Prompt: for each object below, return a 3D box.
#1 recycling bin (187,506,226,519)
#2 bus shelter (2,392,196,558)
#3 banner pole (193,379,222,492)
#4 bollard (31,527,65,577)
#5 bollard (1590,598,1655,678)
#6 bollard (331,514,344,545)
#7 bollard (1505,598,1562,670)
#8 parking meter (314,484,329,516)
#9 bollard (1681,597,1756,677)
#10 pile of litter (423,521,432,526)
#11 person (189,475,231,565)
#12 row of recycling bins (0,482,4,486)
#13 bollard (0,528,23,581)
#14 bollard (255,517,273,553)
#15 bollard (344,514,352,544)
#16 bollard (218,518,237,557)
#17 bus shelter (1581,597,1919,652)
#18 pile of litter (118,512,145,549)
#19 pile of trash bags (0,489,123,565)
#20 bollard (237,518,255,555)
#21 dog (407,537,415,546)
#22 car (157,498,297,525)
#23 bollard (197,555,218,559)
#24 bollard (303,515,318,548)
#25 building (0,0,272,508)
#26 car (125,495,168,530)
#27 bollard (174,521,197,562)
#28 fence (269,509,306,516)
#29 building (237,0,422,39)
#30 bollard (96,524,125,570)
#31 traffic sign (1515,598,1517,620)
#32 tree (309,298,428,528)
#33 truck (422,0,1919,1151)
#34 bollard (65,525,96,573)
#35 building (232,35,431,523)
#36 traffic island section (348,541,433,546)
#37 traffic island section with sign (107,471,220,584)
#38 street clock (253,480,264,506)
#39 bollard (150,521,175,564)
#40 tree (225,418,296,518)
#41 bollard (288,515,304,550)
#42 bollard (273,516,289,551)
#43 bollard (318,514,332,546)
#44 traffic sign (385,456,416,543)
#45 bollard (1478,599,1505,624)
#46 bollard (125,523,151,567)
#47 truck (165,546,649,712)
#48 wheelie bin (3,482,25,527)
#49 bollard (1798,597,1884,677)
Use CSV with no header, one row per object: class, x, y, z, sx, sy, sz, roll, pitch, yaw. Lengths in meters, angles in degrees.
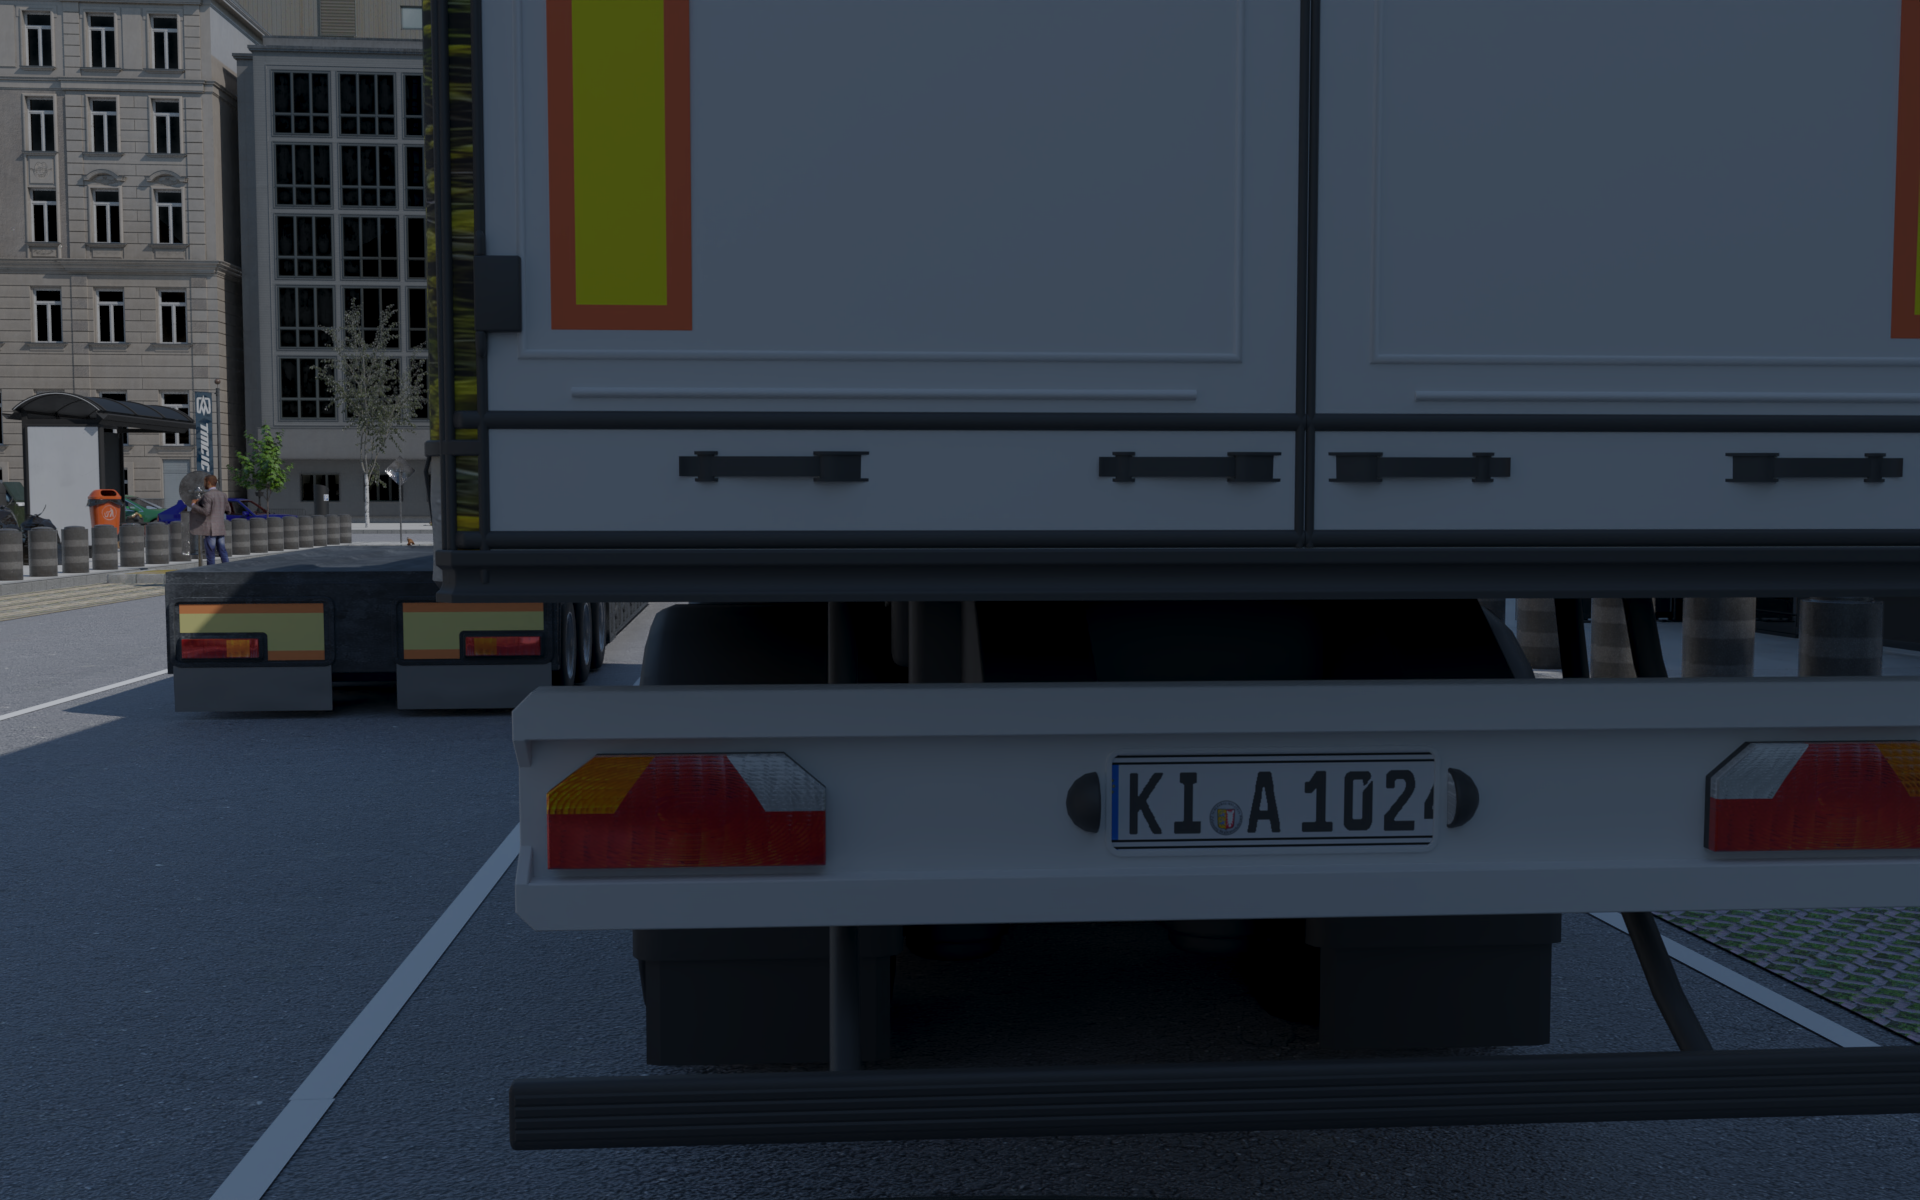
recycling bin,-19.402,-1.962,44.625,0.722,1.027,0.722,3,5,44
bus shelter,-18.112,-2.634,36.997,2.014,3.302,5.546,0,4,-5
banner pole,-16.197,-2.902,37.460,0.401,3.779,0.863,2,4,24
bollard,-14.268,-0.748,26.947,0.404,0.777,0.398,0,3,0
bollard,4.449,0.189,11.629,0.404,0.777,0.398,0,3,0
bollard,-15.902,-1.779,43.807,0.404,0.777,0.398,0,3,0
bollard,4.332,0.115,12.829,0.404,0.777,0.398,0,3,0
parking meter,-16.889,-2.288,45.824,0.372,1.533,0.369,0,3,0
bollard,4.564,0.262,10.427,0.404,0.777,0.398,0,3,0
pile of litter,-20.930,-3.428,70.012,1.719,0.858,1.176,0,4,6
person,-11.430,-1.045,26.400,0.431,1.722,0.655,1,4,20
row of recycling bins,-24.352,-2.048,40.601,3.534,1.692,1.069,-2,4,-34
bollard,-14.151,-0.674,25.736,0.404,0.777,0.398,0,3,0
bollard,-15.318,-1.411,37.779,0.404,0.777,0.398,0,3,0
bollard,-16.020,-1.852,45.003,0.404,0.777,0.398,0,3,0
bollard,-15.082,-1.262,35.357,0.404,0.777,0.398,0,3,0
bus shelter,6.829,-1.404,14.236,1.731,3.624,6.357,0,4,-5
pile of litter,-19.887,-1.662,41.139,1.176,0.858,1.719,0,4,0
pile of trash bags,-16.968,-1.332,31.537,1.912,1.369,3.447,3,4,36
bollard,-15.202,-1.336,36.552,0.404,0.777,0.398,0,3,0
dog,-13.075,-1.277,41.075,0.550,0.427,0.748,0,4,5
car,-20.042,-2.164,47.969,3.894,1.354,1.945,0,4,-5
bollard,-14.970,-1.189,34.160,0.404,0.777,0.398,0,3,0
bollard,-15.673,-1.632,41.393,0.404,0.777,0.398,0,3,0
building,-44.121,-17.157,77.787,25.104,27.353,12.463,0,4,-6
car,-26.414,-2.617,54.590,4.920,1.459,2.131,0,4,-6
bollard,-14.854,-1.116,32.964,0.404,0.777,0.398,0,3,0
fence,-27.556,-3.359,70.298,2.069,0.683,0.278,0,4,-2
building,-51.849,-33.908,143.632,28.713,52.752,27.495,0,4,-6
bollard,-14.499,-0.896,29.360,0.404,0.777,0.398,0,3,0
traffic sign,5.678,-1.073,17.542,0.884,2.594,0.081,0,4,0
tree,-22.411,-7.071,65.981,4.360,8.622,3.978,0,3,0
truck,0.081,-1.164,7.951,2.839,4.237,11.283,0,4,-4
bollard,-14.388,-0.822,28.164,0.404,0.777,0.398,0,3,0
building,-16.791,-16.068,81.783,30.058,24.678,14.314,0,4,-6
traffic island section,-14.601,-1.401,45.188,2.009,0.180,2.903,0,4,-6
traffic island section with sign,-12.661,-1.217,28.521,1.989,1.847,2.006,0,4,-6
street clock,-26.628,-3.748,65.843,0.358,2.002,0.471,2,4,29
bollard,-14.732,-1.043,31.769,0.404,0.777,0.398,0,3,0
tree,-17.438,-3.010,43.812,1.663,3.219,1.824,0,3,0
bollard,-15.556,-1.558,40.184,0.404,0.777,0.398,0,3,0
bollard,-15.438,-1.484,38.975,0.404,0.777,0.398,0,3,0
bollard,-15.790,-1.706,42.607,0.404,0.777,0.398,0,3,0
traffic sign,-14.578,-2.537,45.128,0.795,2.450,0.064,0,4,-6
bollard,4.214,0.042,14.038,0.404,0.777,0.398,0,3,0
bollard,-14.618,-0.970,30.572,0.404,0.777,0.398,0,3,0
truck,-4.746,-1.864,20.230,2.967,4.110,18.799,0,4,-6
wheelie bin,-24.247,-2.226,44.301,0.693,1.594,0.980,1,4,9
bollard,4.680,0.337,9.213,0.404,0.777,0.398,0,3,0
